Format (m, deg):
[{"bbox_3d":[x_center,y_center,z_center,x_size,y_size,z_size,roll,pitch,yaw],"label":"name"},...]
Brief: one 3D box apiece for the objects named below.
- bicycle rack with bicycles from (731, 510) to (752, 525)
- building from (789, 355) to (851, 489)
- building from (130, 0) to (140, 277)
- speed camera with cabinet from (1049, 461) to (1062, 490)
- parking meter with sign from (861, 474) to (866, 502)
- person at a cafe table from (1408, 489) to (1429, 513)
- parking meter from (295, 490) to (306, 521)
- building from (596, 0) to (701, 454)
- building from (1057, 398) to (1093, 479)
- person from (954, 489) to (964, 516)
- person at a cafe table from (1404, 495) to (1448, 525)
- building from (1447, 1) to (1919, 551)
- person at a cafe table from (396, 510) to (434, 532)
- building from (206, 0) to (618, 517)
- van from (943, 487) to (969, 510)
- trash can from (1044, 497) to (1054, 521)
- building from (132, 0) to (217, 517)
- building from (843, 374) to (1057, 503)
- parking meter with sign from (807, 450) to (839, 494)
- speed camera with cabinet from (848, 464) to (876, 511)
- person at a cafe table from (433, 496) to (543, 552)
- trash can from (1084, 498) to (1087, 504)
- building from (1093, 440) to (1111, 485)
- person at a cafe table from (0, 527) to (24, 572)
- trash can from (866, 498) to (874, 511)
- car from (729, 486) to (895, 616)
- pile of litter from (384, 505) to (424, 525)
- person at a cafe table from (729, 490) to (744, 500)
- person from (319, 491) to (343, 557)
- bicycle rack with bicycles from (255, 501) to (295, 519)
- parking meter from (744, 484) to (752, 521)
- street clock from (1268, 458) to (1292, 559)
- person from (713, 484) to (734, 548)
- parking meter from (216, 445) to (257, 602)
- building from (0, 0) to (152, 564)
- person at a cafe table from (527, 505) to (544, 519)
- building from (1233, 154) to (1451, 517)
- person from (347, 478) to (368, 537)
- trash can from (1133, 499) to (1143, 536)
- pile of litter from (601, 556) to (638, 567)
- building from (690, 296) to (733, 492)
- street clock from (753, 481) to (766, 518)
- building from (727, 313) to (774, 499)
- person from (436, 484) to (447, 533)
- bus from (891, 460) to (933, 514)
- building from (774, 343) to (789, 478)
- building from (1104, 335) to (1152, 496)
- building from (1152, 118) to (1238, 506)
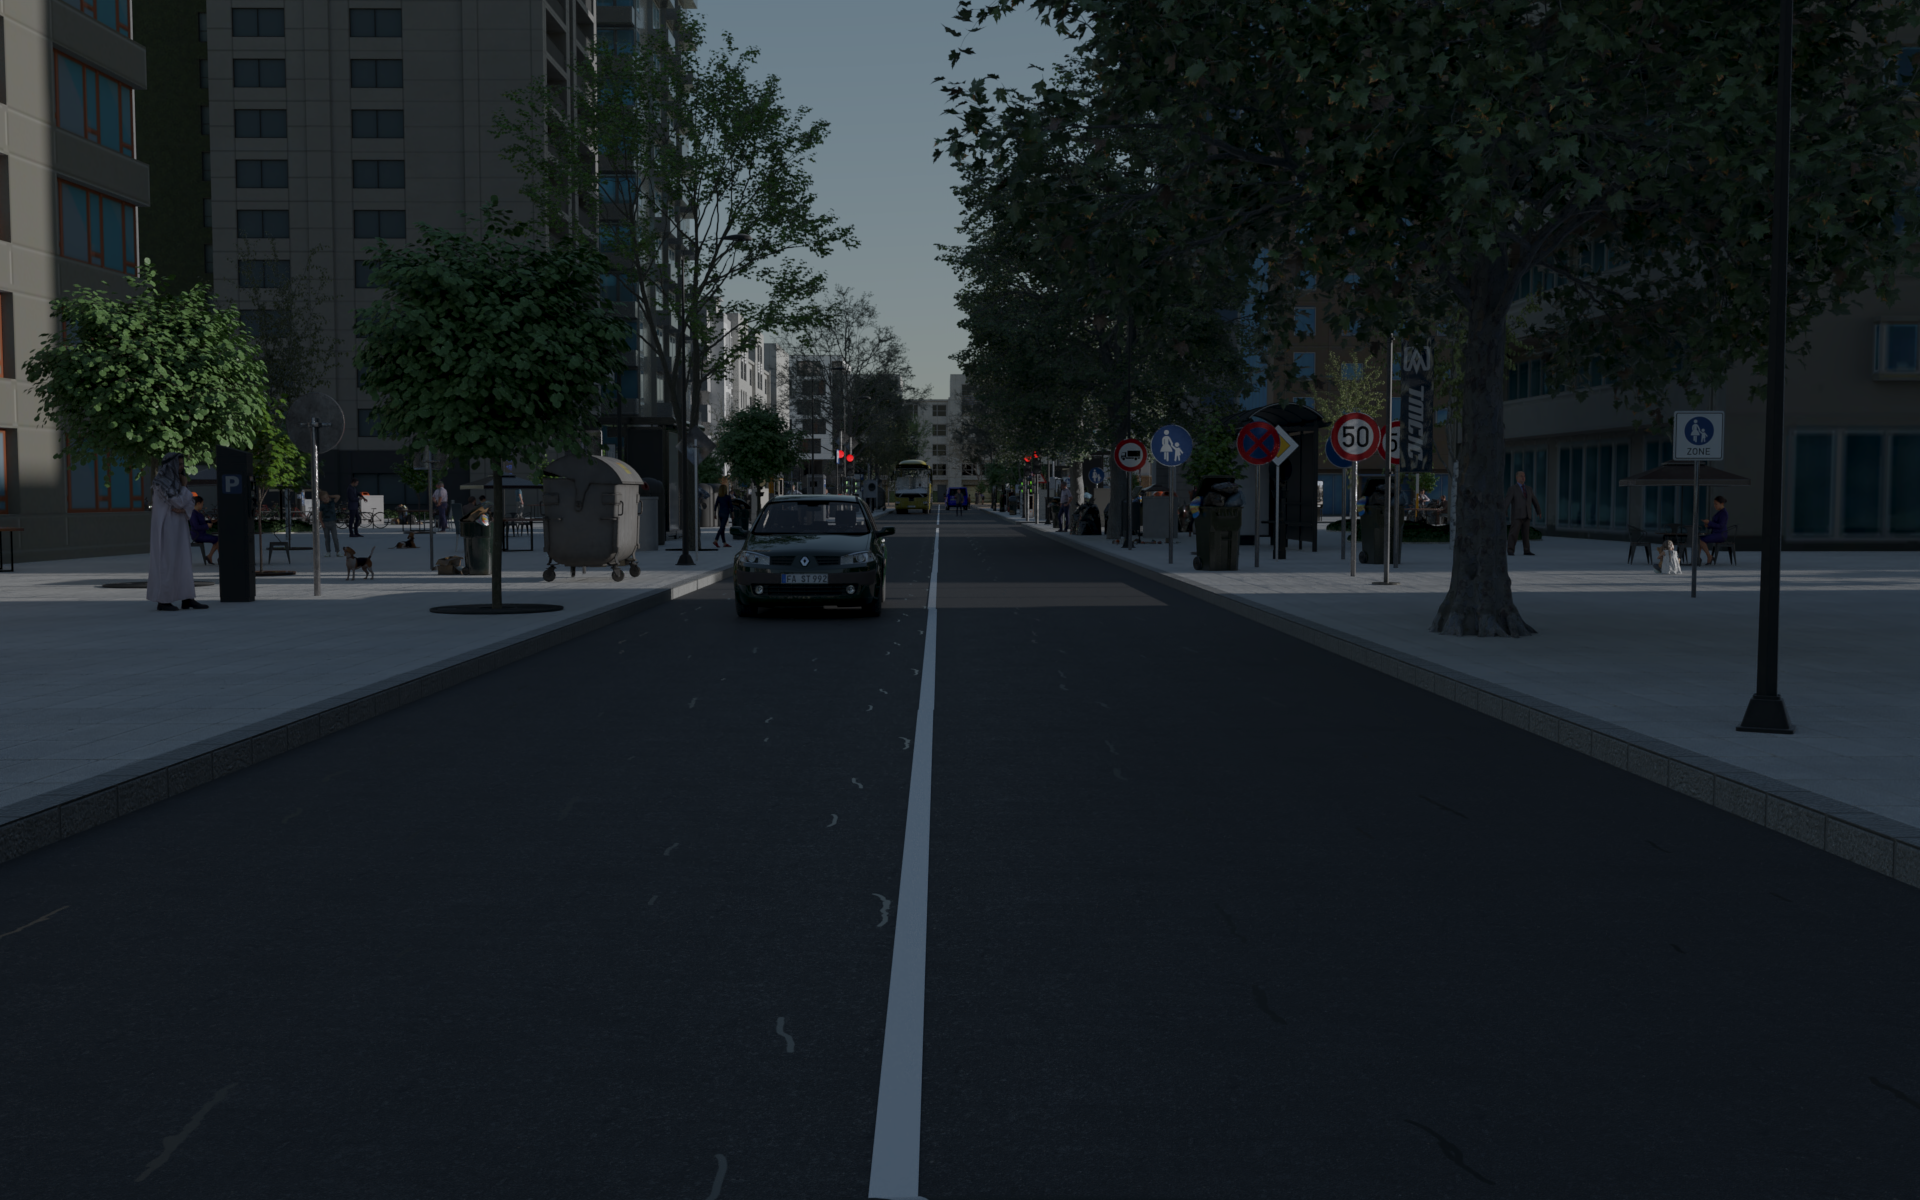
[{"bbox_3d":[-8.096,-3.607,72.355,2.925,0.926,2.852,-1,4,-12],"label":"bicycle rack with bicycles"},{"bbox_3d":[-33.650,-25.934,267.992,32.646,21.610,27.936,0,4,-1],"label":"building"},{"bbox_3d":[-33.551,-22.498,51.432,14.086,41.232,14.154,0,4,-1],"label":"building"},{"bbox_3d":[5.827,-6.171,95.239,2.038,3.252,0.660,2,4,26],"label":"speed camera with cabinet"},{"bbox_3d":[-8.128,-9.188,146.476,0.543,3.016,1.738,1,4,16],"label":"parking meter with sign"},{"bbox_3d":[23.353,-4.796,86.926,1.698,1.524,1.622,-1,4,-18],"label":"person at a cafe table"},{"bbox_3d":[-26.863,-3.801,70.556,0.372,1.533,0.369,0,3,0],"label":"parking meter"},{"bbox_3d":[-32.973,-31.696,137.845,23.786,49.044,30.456,0,4,-1],"label":"building"},{"bbox_3d":[20.345,-24.849,262.707,11.380,20.091,16.016,0,4,-1],"label":"building"},{"bbox_3d":[-0.061,-6.303,112.090,0.617,1.759,0.750,0,4,2],"label":"person"},{"bbox_3d":[17.835,-3.344,65.530,1.726,1.238,1.698,0,4,-5],"label":"person at a cafe table"},{"bbox_3d":[27.551,-25.939,47.812,21.300,48.544,21.600,0,4,-1],"label":"building"},{"bbox_3d":[-18.384,-2.996,59.845,1.726,1.238,1.698,0,4,-4],"label":"person at a cafe table"},{"bbox_3d":[-30.777,-40.702,103.722,20.563,71.187,20.611,0,4,-1],"label":"building"},{"bbox_3d":[-0.315,-9.224,155.192,2.240,2.365,5.245,0,4,-3],"label":"van"},{"bbox_3d":[4.393,-4.369,83.083,0.748,1.137,0.748,0,3,0],"label":"trash can"},{"bbox_3d":[-47.732,-20.250,102.794,14.107,30.474,14.160,0,4,-1],"label":"building"},{"bbox_3d":[-1.529,-24.285,263.519,31.486,18.905,16.747,0,4,-1],"label":"building"},{"bbox_3d":[-5.649,-4.391,68.049,1.738,3.016,0.543,0,4,5],"label":"parking meter with sign"},{"bbox_3d":[-6.413,-7.174,111.626,2.038,3.252,0.660,-2,4,-31],"label":"speed camera with cabinet"},{"bbox_3d":[-10.509,-1.708,38.784,1.698,1.238,1.726,3,5,44],"label":"person at a cafe table"},{"bbox_3d":[4.628,-3.432,67.766,0.748,1.137,0.748,0,3,0],"label":"trash can"},{"bbox_3d":[21.159,-16.155,206.278,9.099,9.664,28.070,0,4,-1],"label":"building"},{"bbox_3d":[-16.520,-1.078,28.495,1.726,1.238,1.698,-3,4,-38],"label":"person at a cafe table"},{"bbox_3d":[-6.474,-6.916,124.735,0.748,1.137,0.748,0,3,0],"label":"trash can"},{"bbox_3d":[-1.800,-0.718,21.528,2.009,1.686,4.222,0,4,-1],"label":"car"},{"bbox_3d":[-23.269,-3.568,72.300,1.719,0.858,1.176,0,4,5],"label":"pile of litter"},{"bbox_3d":[-12.527,-5.417,97.079,1.622,1.524,1.698,2,4,26],"label":"person at a cafe table"},{"bbox_3d":[-12.839,-1.553,35.342,0.435,1.345,0.340,-2,4,-26],"label":"person"},{"bbox_3d":[-33.960,-4.356,84.596,2.925,0.926,2.852,-3,5,-44],"label":"bicycle rack with bicycles"},{"bbox_3d":[-9.913,-4.621,81.267,0.399,1.863,0.255,-3,4,-38],"label":"parking meter"},{"bbox_3d":[6.285,-1.802,34.026,0.471,2.002,0.358,-3,5,-42],"label":"street clock"},{"bbox_3d":[-5.714,-2.022,41.650,0.480,1.512,0.613,1,4,13],"label":"person"},{"bbox_3d":[-8.582,-0.909,20.571,0.399,1.863,0.255,0,4,-6],"label":"parking meter"},{"bbox_3d":[-31.220,-10.871,22.787,27.650,21.520,28.899,0,4,-1],"label":"building"},{"bbox_3d":[-21.537,-4.989,90.089,1.622,1.524,1.698,0,4,-4],"label":"person at a cafe table"},{"bbox_3d":[24.645,-27.727,103.443,14.200,45.320,14.600,0,4,-1],"label":"building"},{"bbox_3d":[-17.872,-2.746,51.395,0.568,1.767,0.683,-1,4,-10],"label":"person"},{"bbox_3d":[5.633,-2.511,52.706,0.748,1.137,0.748,0,3,0],"label":"trash can"},{"bbox_3d":[-6.366,-1.048,31.103,1.176,0.858,1.719,2,4,33],"label":"pile of litter"},{"bbox_3d":[-29.541,-18.771,163.332,16.016,20.091,11.380,0,4,-1],"label":"building"},{"bbox_3d":[-6.901,-3.371,59.692,0.358,2.002,0.471,3,5,40],"label":"street clock"},{"bbox_3d":[-30.133,-19.468,184.757,16.747,18.905,31.486,0,4,-1],"label":"building"},{"bbox_3d":[-17.316,-3.103,57.721,0.436,1.711,0.756,1,4,8],"label":"person"},{"bbox_3d":[-3.412,-8.377,128.513,2.896,3.916,12.252,0,4,0],"label":"bus"},{"bbox_3d":[-37.290,-21.080,211.107,31.486,18.905,16.747,0,4,-1],"label":"building"},{"bbox_3d":[23.612,-20.176,186.297,16.016,20.091,11.380,0,4,-1],"label":"building"},{"bbox_3d":[26.558,-36.733,142.590,21.231,58.520,28.212,0,4,-1],"label":"building"}]
